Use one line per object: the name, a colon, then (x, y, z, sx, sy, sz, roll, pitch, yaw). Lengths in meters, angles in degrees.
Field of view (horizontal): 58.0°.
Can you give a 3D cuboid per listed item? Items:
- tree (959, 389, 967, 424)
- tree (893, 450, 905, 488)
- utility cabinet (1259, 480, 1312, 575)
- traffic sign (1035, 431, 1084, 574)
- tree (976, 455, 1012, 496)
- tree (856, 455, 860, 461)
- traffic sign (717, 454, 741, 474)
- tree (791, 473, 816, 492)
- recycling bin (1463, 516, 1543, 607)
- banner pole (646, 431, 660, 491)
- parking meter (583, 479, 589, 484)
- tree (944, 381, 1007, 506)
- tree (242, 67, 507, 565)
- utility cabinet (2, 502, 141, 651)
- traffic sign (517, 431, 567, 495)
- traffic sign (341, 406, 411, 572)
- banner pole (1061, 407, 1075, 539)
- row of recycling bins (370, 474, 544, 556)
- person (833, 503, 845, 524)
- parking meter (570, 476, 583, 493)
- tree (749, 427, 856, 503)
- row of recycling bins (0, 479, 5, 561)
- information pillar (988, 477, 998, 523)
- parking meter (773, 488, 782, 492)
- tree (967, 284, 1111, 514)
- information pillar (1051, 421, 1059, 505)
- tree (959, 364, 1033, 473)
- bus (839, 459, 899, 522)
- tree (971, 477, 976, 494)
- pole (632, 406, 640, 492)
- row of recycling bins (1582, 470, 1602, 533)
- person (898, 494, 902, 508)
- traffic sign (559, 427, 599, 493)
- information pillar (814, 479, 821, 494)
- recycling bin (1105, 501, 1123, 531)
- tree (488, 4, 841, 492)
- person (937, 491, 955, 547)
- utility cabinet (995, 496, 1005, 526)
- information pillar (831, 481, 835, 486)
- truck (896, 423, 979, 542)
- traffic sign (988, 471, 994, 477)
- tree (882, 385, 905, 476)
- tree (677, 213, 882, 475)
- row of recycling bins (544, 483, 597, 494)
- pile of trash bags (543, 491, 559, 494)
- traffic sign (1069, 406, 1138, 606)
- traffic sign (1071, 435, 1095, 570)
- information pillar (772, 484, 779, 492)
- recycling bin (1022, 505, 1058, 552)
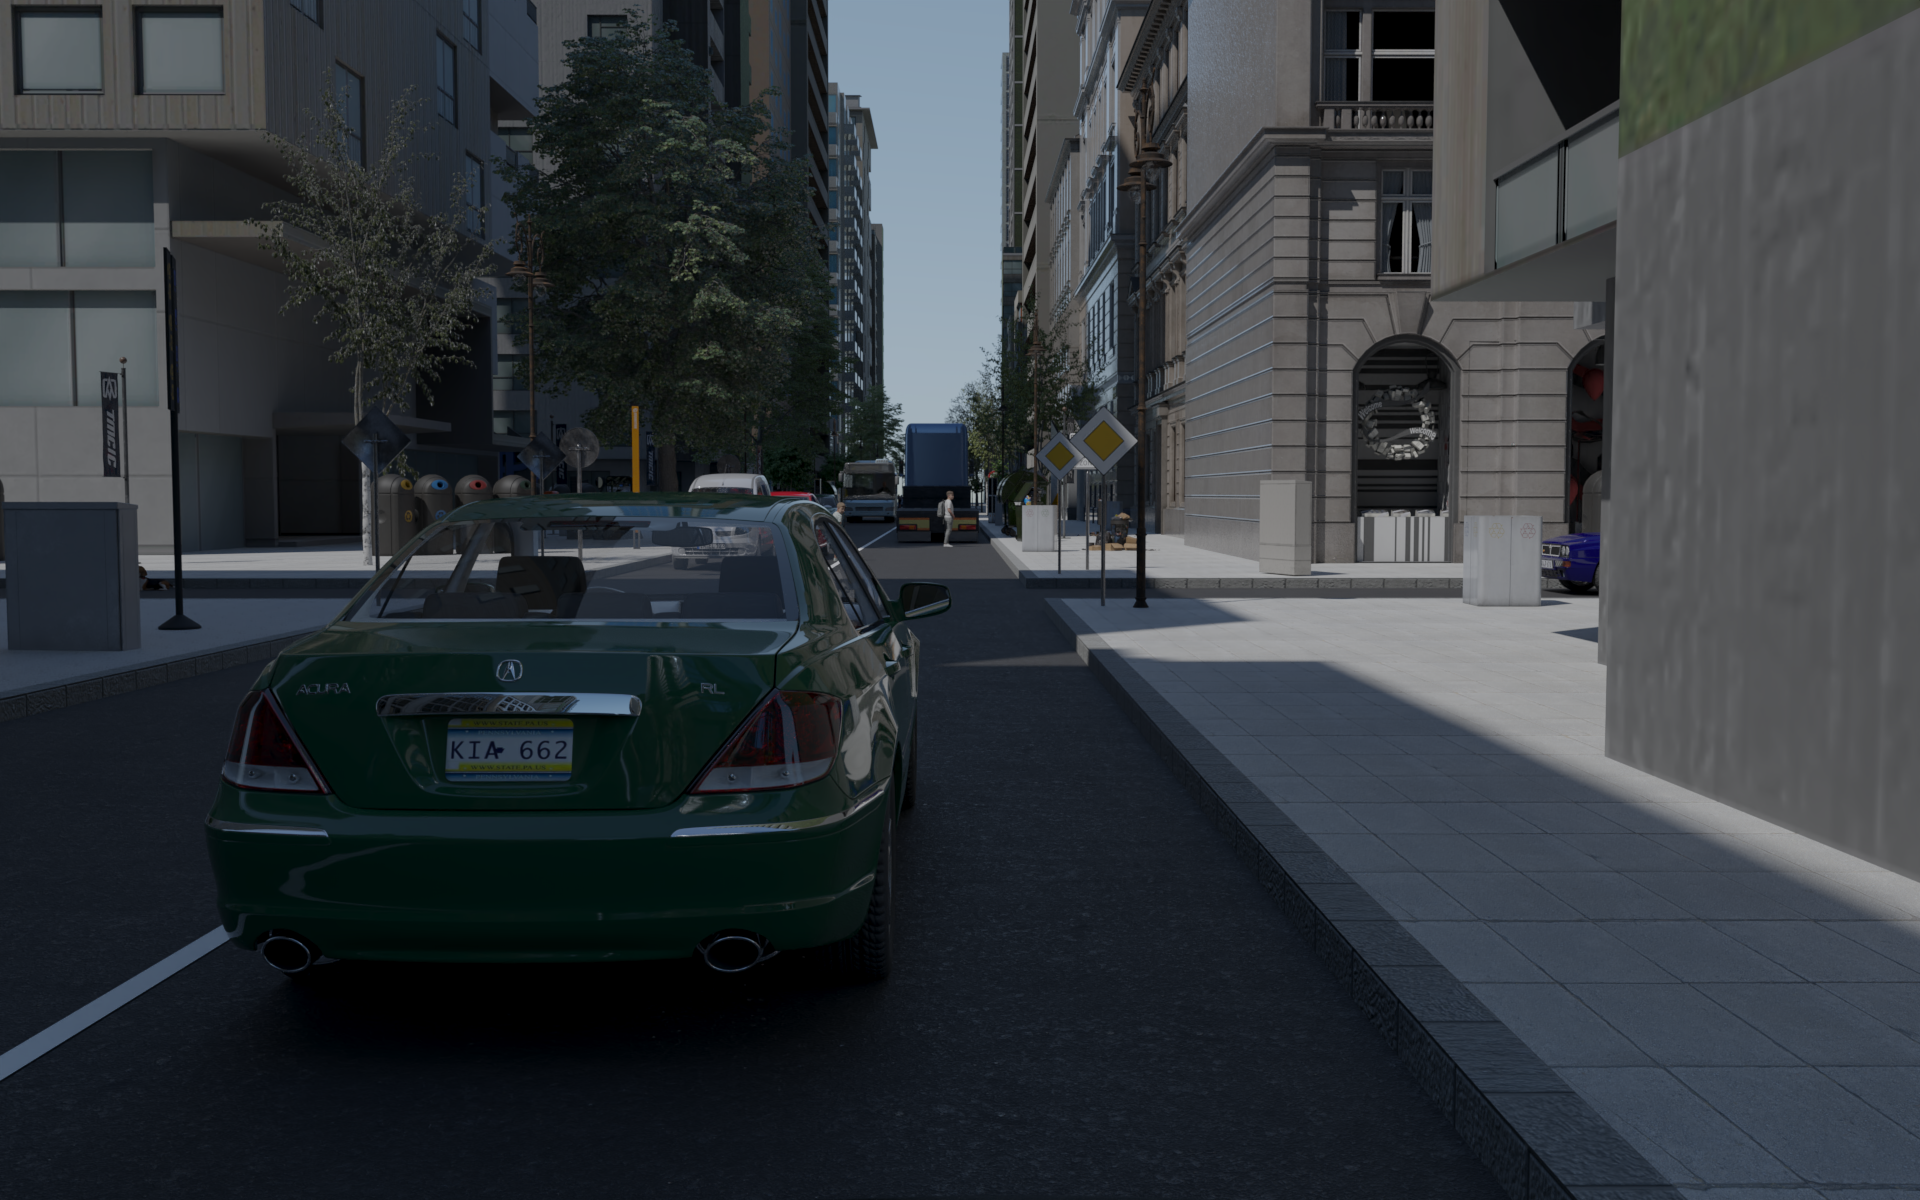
tree: (2.391, -7.870, 79.035, 4.737, 8.622, 4.395, 0, 3, 0)
tree: (-8.251, -18.791, 257.598, 4.737, 8.622, 4.395, 0, 3, 0)
utility cabinet: (5.173, -1.151, 27.506, 0.318, 1.500, 1.173, -1, 4, -18)
traffic sign: (1.596, -1.477, 27.784, 0.795, 2.450, 0.064, 0, 4, 0)
tree: (1.950, -5.488, 84.333, 1.663, 3.219, 1.824, 0, 3, 0)
tree: (-8.031, -8.159, 117.107, 4.285, 4.588, 4.351, 0, 3, 0)
traffic sign: (-7.420, -3.392, 55.573, 0.768, 2.556, 0.104, 0, 4, 3)
tree: (-7.853, -5.596, 86.098, 1.663, 3.219, 1.824, 0, 3, 0)
recycling bin: (6.272, -0.458, 20.042, 0.722, 1.027, 0.722, 0, 4, 1)
banner pole: (-10.774, -4.340, 60.980, 0.401, 3.779, 0.863, 2, 4, 32)
parking meter: (-14.514, -3.733, 66.749, 0.399, 1.863, 0.255, -1, 4, -16)
tree: (1.721, -16.940, 187.344, 12.009, 13.543, 11.850, 0, 3, 0)
tree: (-10.422, -4.929, 30.958, 4.360, 8.622, 3.978, 0, 3, 0)
utility cabinet: (-7.328, -0.193, 14.311, 1.020, 1.237, 0.306, 0, 4, 7)
traffic sign: (-6.698, -1.475, 27.763, 0.795, 2.450, 0.064, 0, 4, 0)
traffic sign: (-6.658, -0.987, 19.778, 0.795, 2.450, 0.064, 0, 4, 0)
banner pole: (3.119, -3.671, 50.043, 0.401, 3.779, 0.863, 2, 4, 30)
row of recycling bins: (-10.776, -1.817, 36.822, 3.534, 1.692, 1.069, -3, 5, -39)
person: (-2.611, -1.457, 37.002, 0.352, 1.250, 0.332, 0, 4, 7)
parking meter: (-12.742, -3.158, 57.345, 0.255, 1.863, 0.399, 0, 4, -1)
tree: (-7.875, -5.775, 78.129, 4.285, 4.588, 4.351, 0, 3, 0)
row of recycling bins: (-18.749, -1.512, 31.831, 1.069, 1.692, 3.534, 0, 4, 1)
information pillar: (1.437, -4.359, 75.768, 0.304, 2.012, 0.304, -3, 4, -37)
parking meter: (-7.772, -3.999, 73.797, 0.372, 1.533, 0.369, 0, 3, 0)
tree: (3.172, -6.807, 61.654, 4.737, 8.622, 4.395, 0, 3, 0)
information pillar: (3.027, -3.904, 55.182, 0.183, 3.616, 0.504, -2, 4, -23)
tree: (2.065, -9.062, 98.524, 4.360, 8.622, 3.978, 0, 3, 0)
bus: (-4.607, -5.854, 90.573, 2.948, 3.499, 13.247, 0, 4, -2)
tree: (1.307, -9.194, 144.928, 1.663, 3.219, 1.824, 0, 3, 0)
pole: (-7.544, -2.843, 40.330, 0.158, 3.312, 0.155, 0, 3, 0)
row of recycling bins: (12.216, -1.328, 28.820, 3.534, 1.692, 1.069, 1, 4, 22)
person: (-5.508, -8.863, 156.597, 0.628, 1.438, 0.799, -1, 4, -22)
traffic sign: (-7.278, -2.020, 33.129, 0.768, 2.556, 0.104, 0, 4, 1)
information pillar: (-6.931, -4.885, 84.361, 0.304, 2.012, 0.304, 0, 4, -1)
recycling bin: (5.311, -2.952, 60.815, 0.722, 1.027, 0.722, 1, 4, 13)
tree: (-7.754, -8.519, 45.935, 9.857, 13.997, 8.962, 0, 3, 0)
person: (-0.322, -2.189, 46.892, 0.503, 1.515, 0.523, 3, 5, 42)
utility cabinet: (1.940, -3.607, 70.142, 1.020, 1.237, 0.306, 1, 4, 18)
information pillar: (-7.228, -5.660, 97.028, 0.304, 2.012, 0.304, 3, 4, 38)
truck: (-0.800, -4.290, 59.895, 2.967, 4.110, 18.799, 0, 4, -1)
traffic sign: (1.890, -5.709, 93.450, 0.768, 2.556, 0.104, 1, 4, 9)
tree: (-8.776, -15.916, 178.355, 7.486, 12.596, 7.792, 0, 3, 0)
tree: (-7.727, -9.271, 69.711, 7.486, 12.596, 7.792, 0, 3, 0)
row of recycling bins: (-15.187, -3.472, 63.876, 3.534, 1.692, 1.069, -1, 4, -18)
pile of trash bags: (-10.765, -2.452, 49.844, 3.447, 1.369, 1.912, 2, 4, 32)
traffic sign: (1.636, -0.988, 19.799, 0.795, 2.450, 0.064, 0, 4, 0)
traffic sign: (2.157, -1.661, 29.281, 0.606, 2.300, 0.079, 0, 4, 4)
information pillar: (-9.628, -5.258, 90.463, 0.304, 2.012, 0.304, 0, 4, 4)
recycling bin: (1.788, -1.600, 38.716, 0.722, 1.027, 0.722, 1, 4, 10)
